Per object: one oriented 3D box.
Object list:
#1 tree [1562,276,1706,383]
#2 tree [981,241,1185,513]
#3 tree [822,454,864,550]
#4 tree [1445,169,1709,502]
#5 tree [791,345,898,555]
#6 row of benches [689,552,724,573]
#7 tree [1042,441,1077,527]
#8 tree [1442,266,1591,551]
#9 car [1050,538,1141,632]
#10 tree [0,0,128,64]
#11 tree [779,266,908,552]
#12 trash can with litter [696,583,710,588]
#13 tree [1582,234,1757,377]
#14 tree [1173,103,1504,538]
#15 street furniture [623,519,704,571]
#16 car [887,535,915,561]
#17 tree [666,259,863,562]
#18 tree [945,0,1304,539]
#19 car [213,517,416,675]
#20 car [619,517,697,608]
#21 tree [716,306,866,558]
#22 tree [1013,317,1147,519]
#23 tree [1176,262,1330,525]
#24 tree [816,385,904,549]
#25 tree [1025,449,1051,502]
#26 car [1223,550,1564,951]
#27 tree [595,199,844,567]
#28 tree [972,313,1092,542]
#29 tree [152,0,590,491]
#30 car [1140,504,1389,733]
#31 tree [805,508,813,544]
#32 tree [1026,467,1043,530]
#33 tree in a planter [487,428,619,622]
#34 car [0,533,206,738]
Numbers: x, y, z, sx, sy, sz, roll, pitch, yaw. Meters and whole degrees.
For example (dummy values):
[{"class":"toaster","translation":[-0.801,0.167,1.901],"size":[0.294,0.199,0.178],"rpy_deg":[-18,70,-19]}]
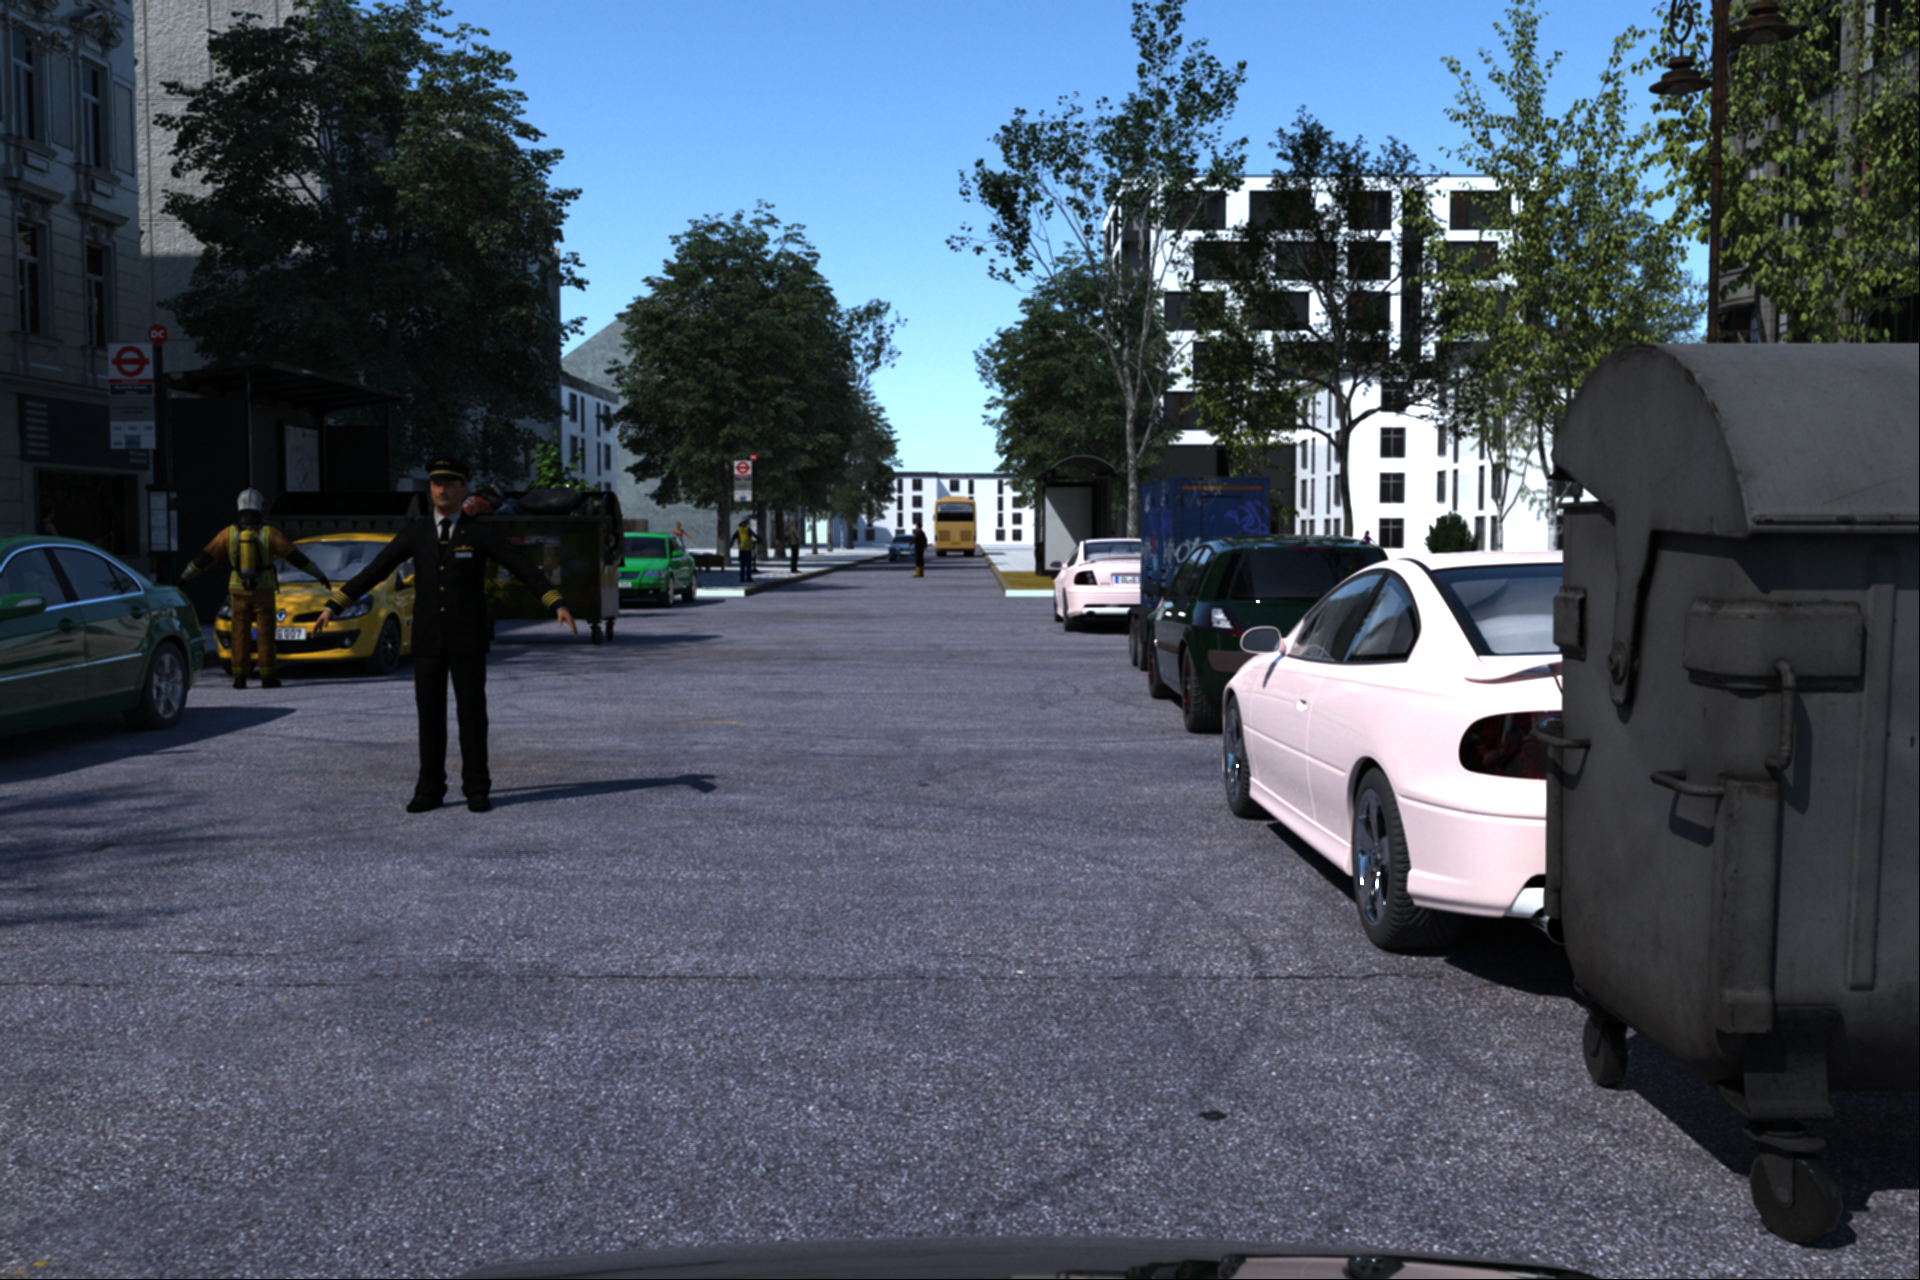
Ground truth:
[{"class":"tree","translation":[19.715,-6.107,50.217],"size":[4.737,8.622,4.395],"rpy_deg":[0,3,0]},{"class":"tree","translation":[5.632,-10.426,77.125],"size":[9.857,13.997,8.962],"rpy_deg":[0,3,0]},{"class":"tree","translation":[-9.265,-11.440,137.402],"size":[4.360,8.622,3.978],"rpy_deg":[0,3,0]},{"class":"tree","translation":[21.094,-9.075,58.751],"size":[12.009,13.543,11.850],"rpy_deg":[0,3,0]},{"class":"tree","translation":[-9.038,-11.973,106.135],"size":[12.009,13.543,11.850],"rpy_deg":[0,3,0]},{"class":"row of benches","translation":[-9.453,-2.681,59.296],"size":[1.422,0.672,4.104],"rpy_deg":[-3,5,-40]},{"class":"tree","translation":[6.172,-9.378,103.689],"size":[4.360,8.622,3.978],"rpy_deg":[0,3,0]},{"class":"tree","translation":[14.857,-5.947,47.595],"size":[4.360,8.622,3.978],"rpy_deg":[0,3,0]},{"class":"car","translation":[2.457,-0.885,26.825],"size":[2.083,1.381,4.827],"rpy_deg":[0,4,0]},{"class":"tree","translation":[-12.989,-6.394,14.916],"size":[12.009,13.543,11.850],"rpy_deg":[0,3,0]},{"class":"tree","translation":[-10.788,-16.418,124.327],"size":[12.611,20.169,13.585],"rpy_deg":[0,3,0]},{"class":"trash can with litter","translation":[-6.737,-1.886,41.901],"size":[1.678,1.210,2.233],"rpy_deg":[0,4,2]},{"class":"tree","translation":[16.659,-5.638,42.539],"size":[4.360,8.622,3.978],"rpy_deg":[0,3,0]},{"class":"tree","translation":[8.315,-6.336,38.002],"size":[7.601,10.594,8.767],"rpy_deg":[1,4,21]},{"class":"street furniture","translation":[-12.055,-2.596,49.300],"size":[11.010,1.723,9.812],"rpy_deg":[1,4,20]},{"class":"car","translation":[-2.850,-4.901,92.130],"size":[2.014,1.417,4.499],"rpy_deg":[0,4,1]},{"class":"tree","translation":[-9.146,-10.619,80.273],"size":[9.857,13.997,8.962],"rpy_deg":[0,3,0]},{"class":"tree","translation":[5.872,-12.602,61.936],"size":[12.611,20.169,13.585],"rpy_deg":[0,3,0]},{"class":"car","translation":[-6.632,-0.528,18.861],"size":[2.015,1.641,3.980],"rpy_deg":[0,4,1]},{"class":"car","translation":[-6.482,-1.608,35.084],"size":[1.959,1.807,4.718],"rpy_deg":[0,4,0]},{"class":"tree","translation":[-9.721,-11.373,92.603],"size":[9.857,13.997,8.962],"rpy_deg":[0,3,0]},{"class":"tree","translation":[6.098,-10.571,90.969],"size":[7.486,12.596,7.792],"rpy_deg":[0,3,0]},{"class":"tree","translation":[7.615,-5.891,46.681],"size":[4.737,8.622,4.395],"rpy_deg":[0,3,0]},{"class":"tree","translation":[-9.377,-14.641,146.035],"size":[9.857,13.997,8.962],"rpy_deg":[0,3,0]},{"class":"tree","translation":[6.456,-10.473,121.589],"size":[4.737,8.622,4.395],"rpy_deg":[0,3,0]},{"class":"car","translation":[2.323,0.306,7.352],"size":[2.083,1.381,4.827],"rpy_deg":[0,4,-1]},{"class":"tree","translation":[-9.243,-9.783,66.606],"size":[9.857,13.997,8.962],"rpy_deg":[0,3,0]},{"class":"tree","translation":[8.306,-17.556,142.931],"size":[12.611,20.169,13.585],"rpy_deg":[0,3,0]},{"class":"tree","translation":[-13.121,-8.106,39.185],"size":[9.857,13.997,8.962],"rpy_deg":[0,3,0]},{"class":"car","translation":[2.497,-0.250,13.881],"size":[2.009,1.686,4.222],"rpy_deg":[0,4,1]},{"class":"tree","translation":[-20.048,-17.228,232.037],"size":[4.737,8.622,4.395],"rpy_deg":[0,3,0]},{"class":"tree","translation":[6.339,-10.054,114.753],"size":[4.360,8.622,3.978],"rpy_deg":[0,3,0]},{"class":"tree in a planter","translation":[-6.862,-1.959,29.253],"size":[1.991,3.239,1.994],"rpy_deg":[0,4,1]},{"class":"car","translation":[-6.726,0.026,11.372],"size":[2.131,1.459,4.920],"rpy_deg":[0,4,0]}]
